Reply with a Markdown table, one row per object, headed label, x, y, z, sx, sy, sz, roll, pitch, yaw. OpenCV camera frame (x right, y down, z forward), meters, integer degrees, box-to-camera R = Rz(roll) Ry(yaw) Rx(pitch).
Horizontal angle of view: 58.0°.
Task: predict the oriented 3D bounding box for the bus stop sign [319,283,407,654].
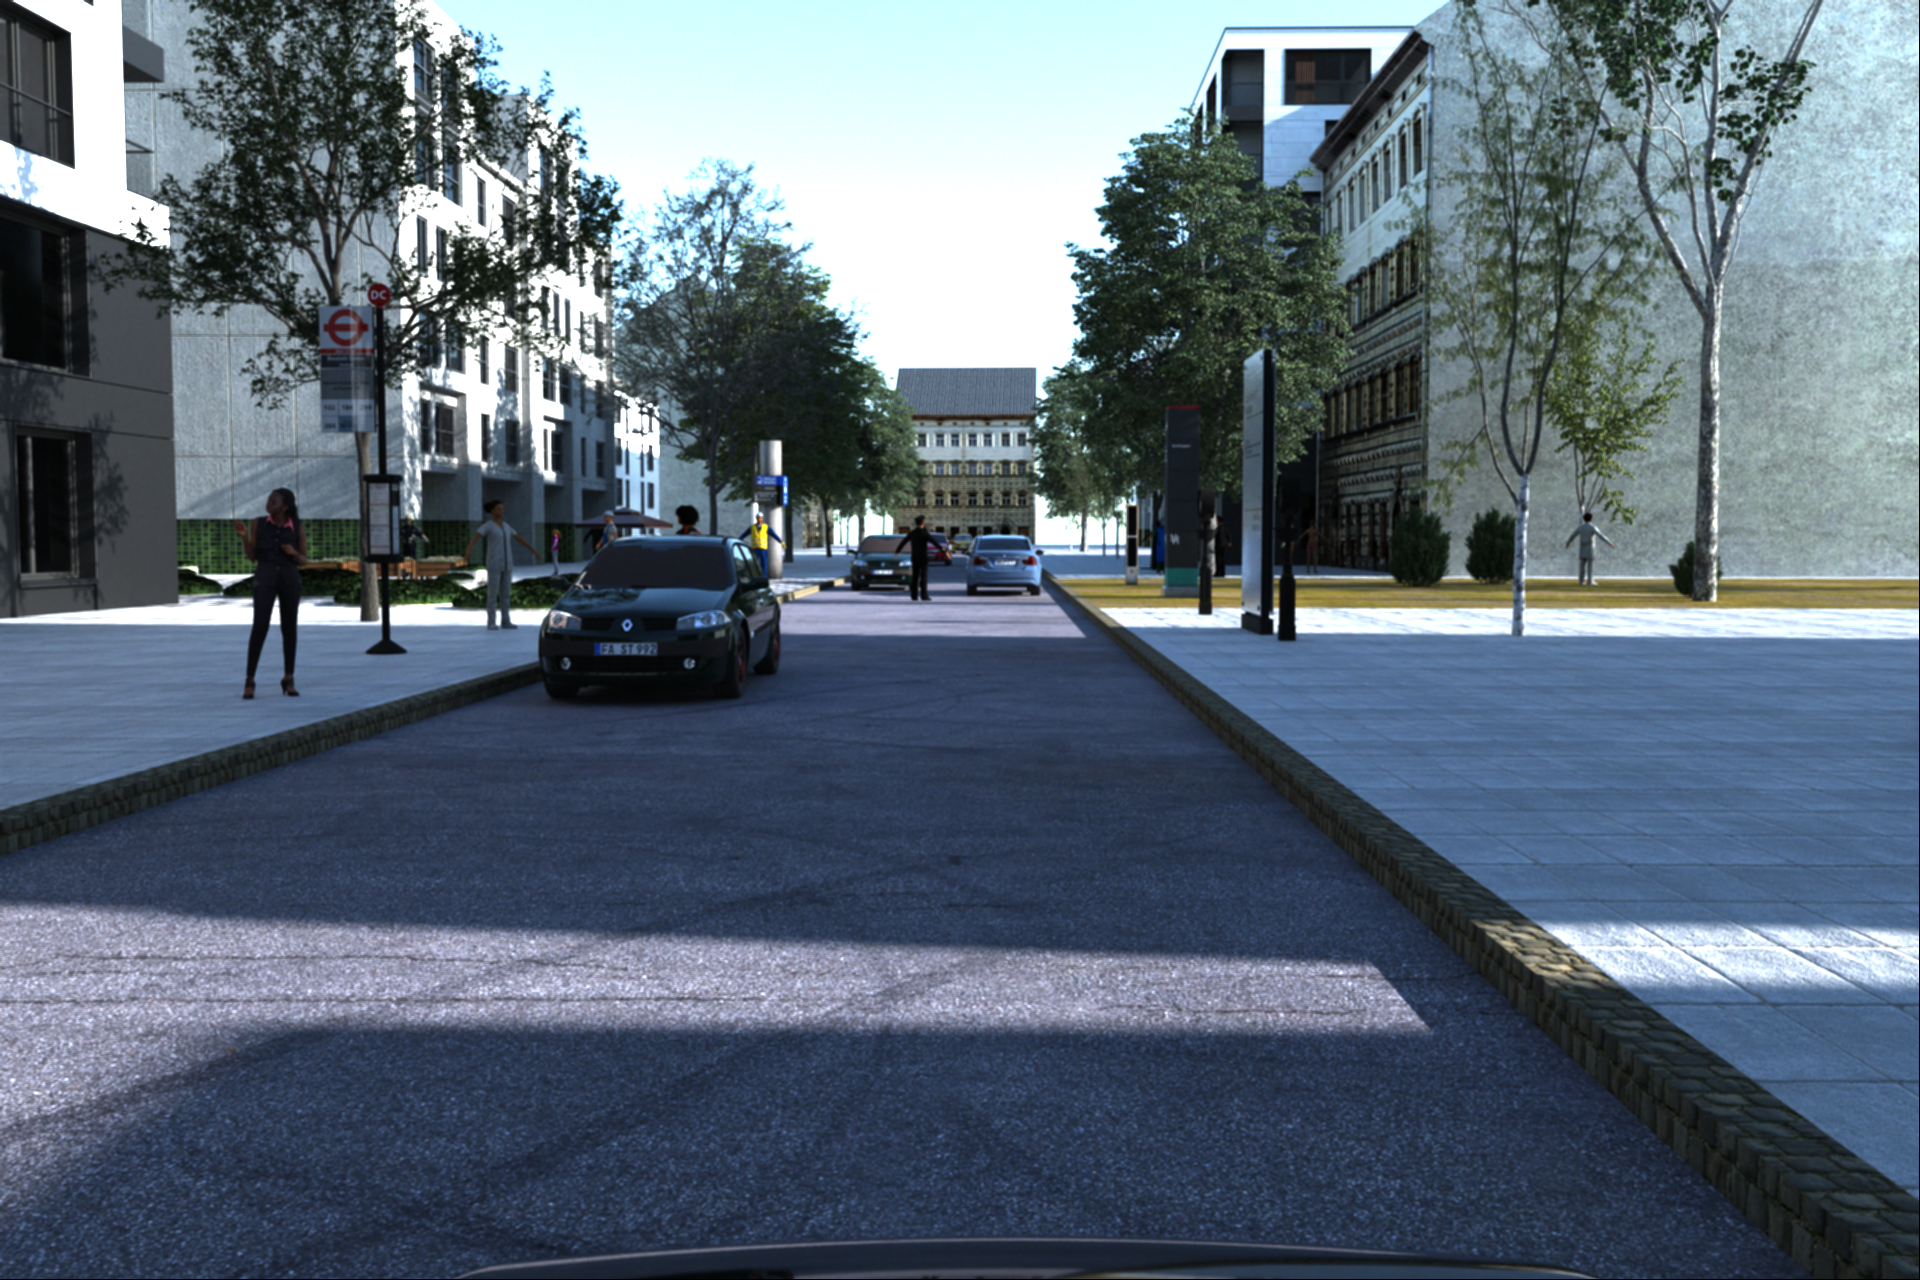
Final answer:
| label | x | y | z | sx | sy | sz | roll | pitch | yaw |
| --- | --- | --- | --- | --- | --- | --- | --- | --- | --- |
| bus stop sign | -6.397 | -1.825 | 18.538 | 0.855 | 3.939 | 0.416 | 0 | 4 | 1 |

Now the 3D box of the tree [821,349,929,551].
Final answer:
| label | x | y | z | sx | sy | sz | roll | pitch | yaw |
| --- | --- | --- | --- | --- | --- | --- | --- | --- | --- |
| tree | -6.669 | -12.973 | 118.769 | 9.857 | 13.997 | 8.962 | 0 | 3 | 0 |

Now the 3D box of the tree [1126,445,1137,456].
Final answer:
| label | x | y | z | sx | sy | sz | roll | pitch | yaw |
| --- | --- | --- | --- | --- | --- | --- | --- | --- | --- |
| tree | 23.858 | -22.387 | 221.910 | 12.611 | 20.169 | 13.585 | 0 | 3 | 0 |

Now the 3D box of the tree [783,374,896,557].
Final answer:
| label | x | y | z | sx | sy | sz | roll | pitch | yaw |
| --- | --- | --- | --- | --- | --- | --- | --- | --- | --- |
| tree | -7.410 | -9.870 | 95.782 | 8.767 | 10.594 | 7.601 | -2 | 4 | -35 |

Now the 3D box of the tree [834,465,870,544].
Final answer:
| label | x | y | z | sx | sy | sz | roll | pitch | yaw |
| --- | --- | --- | --- | --- | --- | --- | --- | --- | --- |
| tree | -15.620 | -19.231 | 224.797 | 12.009 | 13.543 | 11.850 | 0 | 3 | 0 |

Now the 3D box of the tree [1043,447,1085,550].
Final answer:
| label | x | y | z | sx | sy | sz | roll | pitch | yaw |
| --- | --- | --- | --- | --- | --- | --- | --- | --- | --- |
| tree | 8.559 | -11.355 | 136.016 | 4.737 | 8.622 | 4.395 | 0 | 3 | 0 |

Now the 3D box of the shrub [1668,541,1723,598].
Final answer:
| label | x | y | z | sx | sy | sz | roll | pitch | yaw |
| --- | --- | --- | --- | --- | --- | --- | --- | --- | --- |
| shrub | 14.825 | -1.454 | 34.884 | 1.383 | 1.207 | 1.383 | 0 | 3 | 0 |

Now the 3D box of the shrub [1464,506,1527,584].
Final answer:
| label | x | y | z | sx | sy | sz | roll | pitch | yaw |
| --- | --- | --- | --- | --- | --- | --- | --- | --- | --- |
| shrub | 13.797 | -2.462 | 44.673 | 1.690 | 2.028 | 1.600 | 0 | 3 | 0 |

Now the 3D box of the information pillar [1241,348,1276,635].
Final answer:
| label | x | y | z | sx | sy | sz | roll | pitch | yaw |
| --- | --- | --- | --- | --- | --- | --- | --- | --- | --- |
| information pillar | 3.918 | -1.923 | 22.759 | 0.184 | 3.620 | 1.656 | 0 | 4 | 1 |

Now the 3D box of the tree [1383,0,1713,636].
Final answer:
| label | x | y | z | sx | sy | sz | roll | pitch | yaw |
| --- | --- | --- | --- | --- | --- | --- | --- | --- | --- |
| tree | 6.935 | -4.351 | 21.497 | 4.360 | 8.622 | 3.978 | 0 | 3 | 0 |

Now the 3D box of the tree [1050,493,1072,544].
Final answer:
| label | x | y | z | sx | sy | sz | roll | pitch | yaw |
| --- | --- | --- | --- | --- | --- | --- | --- | --- | --- |
| tree | 14.271 | -16.894 | 226.576 | 4.360 | 8.622 | 3.978 | 0 | 3 | 0 |

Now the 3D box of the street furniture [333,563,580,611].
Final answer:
| label | x | y | z | sx | sy | sz | roll | pitch | yaw |
| --- | --- | --- | --- | --- | --- | --- | --- | --- | --- |
| street furniture | -8.537 | -1.110 | 33.774 | 5.734 | 0.657 | 10.072 | 0 | 4 | 0 |

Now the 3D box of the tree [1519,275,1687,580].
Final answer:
| label | x | y | z | sx | sy | sz | roll | pitch | yaw |
| --- | --- | --- | --- | --- | --- | --- | --- | --- | --- |
| tree | 17.667 | -5.999 | 48.443 | 4.737 | 8.622 | 4.395 | 0 | 3 | 0 |

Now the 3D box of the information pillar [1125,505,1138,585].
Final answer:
| label | x | y | z | sx | sy | sz | roll | pitch | yaw |
| --- | --- | --- | --- | --- | --- | --- | --- | --- | --- |
| information pillar | 4.354 | -2.411 | 43.913 | 0.304 | 2.012 | 0.304 | 0 | 4 | 1 |

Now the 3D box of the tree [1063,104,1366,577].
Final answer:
| label | x | y | z | sx | sy | sz | roll | pitch | yaw |
| --- | --- | --- | --- | --- | --- | --- | --- | --- | --- |
| tree | 7.541 | -8.883 | 51.887 | 9.857 | 13.997 | 8.962 | 0 | 3 | 0 |

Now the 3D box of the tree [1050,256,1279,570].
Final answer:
| label | x | y | z | sx | sy | sz | roll | pitch | yaw |
| --- | --- | --- | --- | --- | --- | --- | --- | --- | --- |
| tree | 7.310 | -8.394 | 62.989 | 9.928 | 11.665 | 9.643 | 0 | 3 | 0 |

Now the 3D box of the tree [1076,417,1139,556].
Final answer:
| label | x | y | z | sx | sy | sz | roll | pitch | yaw |
| --- | --- | --- | --- | --- | --- | --- | --- | --- | --- |
| tree | 8.333 | -9.220 | 101.115 | 4.360 | 8.622 | 3.978 | 0 | 3 | 0 |

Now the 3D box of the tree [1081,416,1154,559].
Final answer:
| label | x | y | z | sx | sy | sz | roll | pitch | yaw |
| --- | --- | --- | --- | --- | --- | --- | --- | --- | --- |
| tree | 7.996 | -8.563 | 90.374 | 4.360 | 8.622 | 3.978 | 0 | 3 | 0 |

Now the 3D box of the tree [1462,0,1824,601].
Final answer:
| label | x | y | z | sx | sy | sz | roll | pitch | yaw |
| --- | --- | --- | --- | --- | --- | --- | --- | --- | --- |
| tree | 13.146 | -10.866 | 33.545 | 12.611 | 20.169 | 13.585 | 0 | 3 | 0 |

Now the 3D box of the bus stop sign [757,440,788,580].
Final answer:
| label | x | y | z | sx | sy | sz | roll | pitch | yaw |
| --- | --- | --- | --- | --- | --- | --- | --- | --- | --- |
| bus stop sign | -5.342 | -3.664 | 48.924 | 0.837 | 3.901 | 0.837 | 0 | 4 | 3 |

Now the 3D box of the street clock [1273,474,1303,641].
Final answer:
| label | x | y | z | sx | sy | sz | roll | pitch | yaw |
| --- | --- | --- | --- | --- | --- | --- | --- | --- | --- |
| street clock | 3.941 | -0.994 | 20.830 | 0.358 | 2.002 | 0.471 | 0 | 4 | 2 |

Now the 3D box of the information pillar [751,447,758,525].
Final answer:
| label | x | y | z | sx | sy | sz | roll | pitch | yaw |
| --- | --- | --- | --- | --- | --- | --- | --- | --- | --- |
| information pillar | -5.496 | -3.365 | 46.376 | 0.183 | 3.616 | 0.504 | 0 | 4 | 3 |

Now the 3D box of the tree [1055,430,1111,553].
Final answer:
| label | x | y | z | sx | sy | sz | roll | pitch | yaw |
| --- | --- | --- | --- | --- | --- | --- | --- | --- | --- |
| tree | 8.437 | -10.143 | 116.207 | 4.360 | 8.622 | 3.978 | 0 | 3 | 0 |

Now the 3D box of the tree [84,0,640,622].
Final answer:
| label | x | y | z | sx | sy | sz | roll | pitch | yaw |
| --- | --- | --- | --- | --- | --- | --- | --- | --- | --- |
| tree | -8.607 | -5.569 | 25.463 | 8.767 | 10.594 | 7.601 | 0 | 4 | 5 |

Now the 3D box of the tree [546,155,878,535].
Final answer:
| label | x | y | z | sx | sy | sz | roll | pitch | yaw |
| --- | --- | --- | --- | --- | --- | --- | --- | --- | --- |
| tree | -7.845 | -8.878 | 55.526 | 12.009 | 13.543 | 11.850 | 0 | 3 | 0 |

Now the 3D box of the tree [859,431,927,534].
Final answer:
| label | x | y | z | sx | sy | sz | roll | pitch | yaw |
| --- | --- | --- | --- | --- | --- | --- | --- | --- | --- |
| tree | -5.786 | -12.374 | 136.730 | 7.601 | 10.594 | 8.767 | -3 | 5 | -42 |

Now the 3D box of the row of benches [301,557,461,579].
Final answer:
| label | x | y | z | sx | sy | sz | roll | pitch | yaw |
| --- | --- | --- | --- | --- | --- | --- | --- | --- | --- |
| row of benches | -14.958 | -1.813 | 45.105 | 4.104 | 0.672 | 1.422 | 0 | 4 | -4 |

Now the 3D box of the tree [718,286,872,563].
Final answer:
| label | x | y | z | sx | sy | sz | roll | pitch | yaw |
| --- | --- | --- | --- | --- | --- | --- | --- | --- | --- |
| tree | -7.613 | -9.796 | 78.289 | 7.486 | 12.596 | 7.792 | 0 | 3 | 0 |

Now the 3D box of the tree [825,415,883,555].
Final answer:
| label | x | y | z | sx | sy | sz | roll | pitch | yaw |
| --- | --- | --- | --- | --- | --- | --- | --- | --- | --- |
| tree | -6.931 | -9.460 | 105.029 | 4.360 | 8.622 | 3.978 | 0 | 3 | 0 |

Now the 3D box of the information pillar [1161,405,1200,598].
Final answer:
| label | x | y | z | sx | sy | sz | roll | pitch | yaw |
| --- | --- | --- | --- | --- | --- | --- | --- | --- | --- |
| information pillar | 4.496 | -2.797 | 35.117 | 0.750 | 3.857 | 0.750 | 0 | 4 | 1 |

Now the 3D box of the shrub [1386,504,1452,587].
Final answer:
| label | x | y | z | sx | sy | sz | roll | pitch | yaw |
| --- | --- | --- | --- | --- | --- | --- | --- | --- | --- |
| shrub | 11.170 | -2.310 | 42.187 | 1.690 | 2.028 | 1.600 | 0 | 3 | 0 |

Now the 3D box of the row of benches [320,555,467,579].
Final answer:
| label | x | y | z | sx | sy | sz | roll | pitch | yaw |
| --- | --- | --- | --- | --- | --- | --- | --- | --- | --- |
| row of benches | -15.944 | -2.057 | 49.098 | 4.104 | 0.672 | 1.422 | -2 | 4 | -27 |

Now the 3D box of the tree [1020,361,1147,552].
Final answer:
| label | x | y | z | sx | sy | sz | roll | pitch | yaw |
| --- | --- | --- | --- | --- | --- | --- | --- | --- | --- |
| tree | 9.056 | -13.412 | 125.940 | 9.857 | 13.997 | 8.962 | 0 | 3 | 0 |

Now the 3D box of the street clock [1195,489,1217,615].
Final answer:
| label | x | y | z | sx | sy | sz | roll | pitch | yaw |
| --- | --- | --- | --- | --- | --- | --- | --- | --- | --- |
| street clock | 3.914 | -1.407 | 27.572 | 0.358 | 2.002 | 0.471 | 0 | 4 | 1 |

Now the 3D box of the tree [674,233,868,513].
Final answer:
| label | x | y | z | sx | sy | sz | roll | pitch | yaw |
| --- | --- | --- | --- | --- | --- | --- | --- | --- | --- |
| tree | -7.342 | -9.062 | 66.286 | 7.486 | 12.596 | 7.792 | 0 | 3 | 0 |
